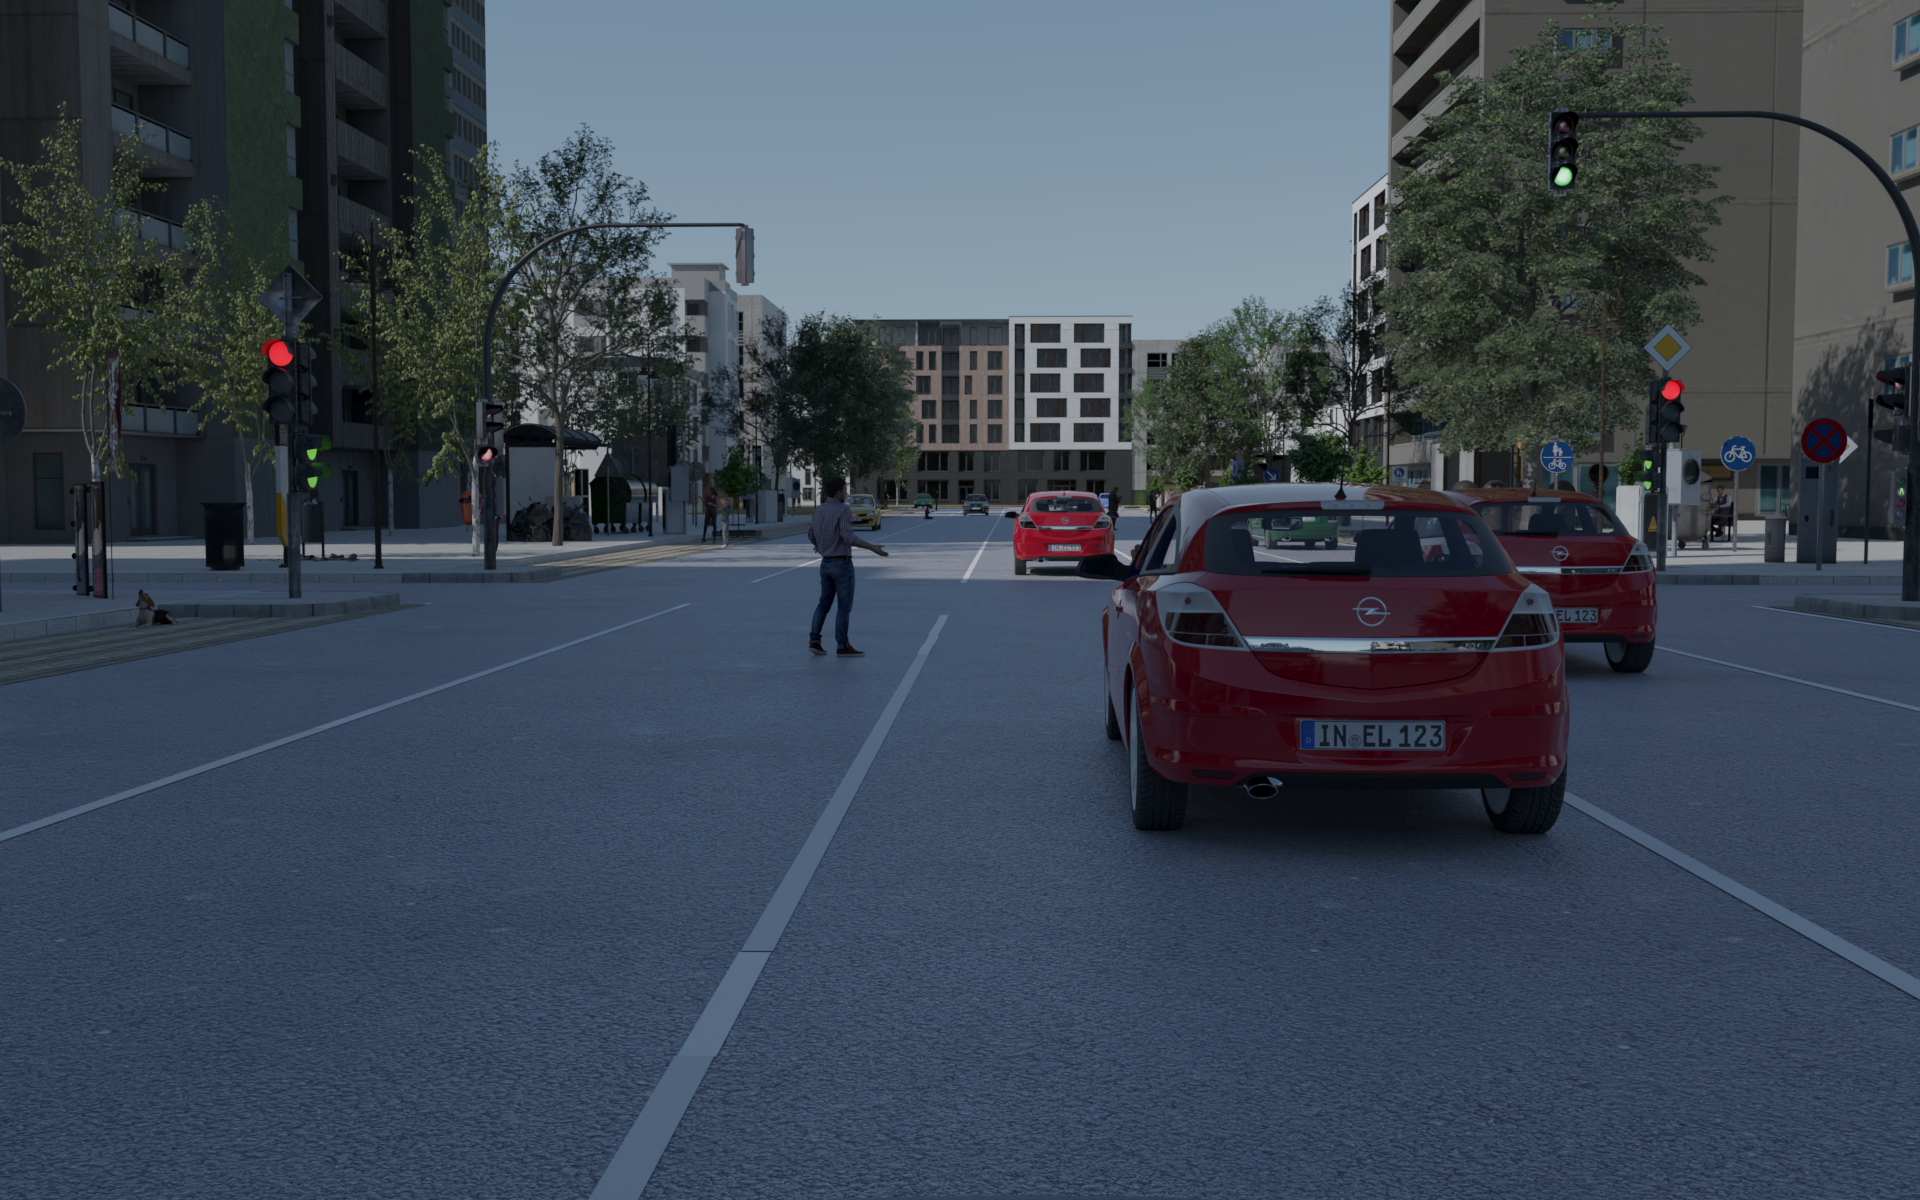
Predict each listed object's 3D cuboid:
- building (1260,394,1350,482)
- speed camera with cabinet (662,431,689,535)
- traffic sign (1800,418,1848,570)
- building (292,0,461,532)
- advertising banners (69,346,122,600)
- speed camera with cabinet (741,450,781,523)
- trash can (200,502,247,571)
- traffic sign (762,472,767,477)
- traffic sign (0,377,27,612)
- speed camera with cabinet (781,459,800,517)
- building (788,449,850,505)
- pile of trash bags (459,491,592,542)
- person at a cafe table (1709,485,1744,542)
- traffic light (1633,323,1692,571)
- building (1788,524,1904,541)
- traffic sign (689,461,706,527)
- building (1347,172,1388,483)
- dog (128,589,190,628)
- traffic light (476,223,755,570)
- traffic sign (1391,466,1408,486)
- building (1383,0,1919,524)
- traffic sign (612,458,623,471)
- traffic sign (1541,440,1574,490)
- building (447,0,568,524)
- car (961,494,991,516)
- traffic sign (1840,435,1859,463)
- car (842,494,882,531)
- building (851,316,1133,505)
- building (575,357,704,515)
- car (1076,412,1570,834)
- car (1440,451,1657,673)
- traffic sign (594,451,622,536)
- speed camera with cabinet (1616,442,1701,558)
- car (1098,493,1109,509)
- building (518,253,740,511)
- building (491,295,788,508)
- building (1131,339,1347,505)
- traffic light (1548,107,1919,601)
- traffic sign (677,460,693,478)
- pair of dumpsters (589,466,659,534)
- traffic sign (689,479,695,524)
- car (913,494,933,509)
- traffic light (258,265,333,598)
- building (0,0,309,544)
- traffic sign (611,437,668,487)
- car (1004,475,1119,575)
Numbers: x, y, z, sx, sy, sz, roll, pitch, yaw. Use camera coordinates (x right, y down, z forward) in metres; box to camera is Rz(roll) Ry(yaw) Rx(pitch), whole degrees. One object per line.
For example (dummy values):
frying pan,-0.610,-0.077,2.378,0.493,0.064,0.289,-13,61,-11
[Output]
building,33.389,-13.013,154.903,9.099,9.664,28.070,0,4,2
speed camera with cabinet,-9.118,-3.734,55.387,0.660,3.252,2.038,-1,4,-17
traffic sign,14.437,-1.769,29.036,0.768,2.556,0.104,0,4,4
building,-26.935,-17.685,60.857,14.160,30.474,14.107,0,4,2
advertising banners,-10.629,-1.537,21.315,0.090,3.025,2.074,-3,5,-42
speed camera with cabinet,-8.917,-5.052,76.942,0.660,3.252,2.038,2,4,28
trash can,-12.374,-1.069,29.137,0.748,1.137,0.748,0,3,0
traffic sign,-11.502,-6.095,99.762,0.768,2.556,0.104,1,4,9
traffic sign,-10.451,-1.139,18.732,0.768,2.556,0.104,0,4,7
speed camera with cabinet,-9.896,-6.313,97.553,0.660,3.252,2.038,3,5,40
building,-26.803,-16.025,204.154,28.070,9.664,9.099,0,4,2
pile of trash bags,-11.798,-2.275,46.947,3.447,1.369,1.912,-2,4,-24
person at a cafe table,20.476,-2.364,47.160,1.622,1.524,1.698,-2,4,-31
traffic light,11.626,-2.431,28.664,0.839,4.253,0.868,0,4,2
building,36.295,-25.956,48.088,21.600,48.544,21.300,0,4,2
traffic sign,-10.315,-4.130,67.635,0.768,2.556,0.104,0,4,4
building,41.433,-17.102,123.591,27.936,21.610,32.646,0,4,2
dog,-8.669,0.086,18.783,0.748,0.427,0.550,-3,4,-39
traffic light,-5.853,-3.336,29.218,4.771,5.953,1.251,0,4,2
traffic sign,15.868,-3.700,62.631,0.606,2.300,0.079,1,4,9
building,35.680,-28.622,91.667,21.300,48.544,21.600,0,4,2
traffic sign,-12.237,-3.716,60.865,0.768,2.556,0.104,0,4,2
traffic sign,14.166,-2.510,41.146,0.768,2.556,0.104,1,4,8
building,-35.714,-23.729,79.852,32.217,40.220,23.993,0,4,2
car,1.086,-6.550,116.874,2.009,1.686,4.222,0,4,1
traffic sign,16.880,-2.057,33.359,0.795,2.593,0.064,1,4,9
car,-4.047,-3.566,68.528,2.015,1.641,3.980,0,4,1
building,3.842,-22.549,212.646,32.646,21.610,27.936,0,4,2
building,-22.302,-10.893,120.247,9.099,9.664,28.070,0,4,2
car,1.681,0.014,8.820,2.155,1.783,4.494,0,4,2
car,4.672,-0.389,15.401,2.155,1.783,4.494,0,4,2
traffic sign,-10.727,-3.228,52.779,0.884,2.594,0.081,0,4,6
speed camera with cabinet,14.183,-2.495,35.125,2.038,3.252,0.660,-2,4,-34
car,12.525,-8.477,148.194,1.945,1.707,3.694,0,4,3
building,-26.026,-17.328,139.739,16.016,20.091,11.380,0,4,2
building,-33.000,-18.116,162.646,31.486,18.905,16.747,0,4,2
building,35.729,-20.792,206.414,31.486,18.905,16.747,0,4,2
traffic light,9.287,-2.810,20.605,4.771,5.953,1.251,0,4,2
traffic sign,-10.300,-3.923,64.251,0.768,2.556,0.104,0,4,6
pair of dumpsters,-11.221,-3.373,57.637,1.574,2.255,4.437,0,4,2
traffic sign,-11.385,-4.509,73.834,0.768,2.556,0.104,0,4,7
car,-3.599,-9.909,170.803,1.959,1.807,4.718,0,4,0
traffic light,-8.192,-1.978,21.266,0.839,4.253,0.868,0,4,2
building,-27.601,-22.192,46.437,14.154,41.232,14.086,0,4,2
traffic sign,-11.356,-4.154,61.787,2.265,3.308,0.079,1,4,10
car,1.896,-1.409,32.075,2.155,1.783,4.494,0,4,2
